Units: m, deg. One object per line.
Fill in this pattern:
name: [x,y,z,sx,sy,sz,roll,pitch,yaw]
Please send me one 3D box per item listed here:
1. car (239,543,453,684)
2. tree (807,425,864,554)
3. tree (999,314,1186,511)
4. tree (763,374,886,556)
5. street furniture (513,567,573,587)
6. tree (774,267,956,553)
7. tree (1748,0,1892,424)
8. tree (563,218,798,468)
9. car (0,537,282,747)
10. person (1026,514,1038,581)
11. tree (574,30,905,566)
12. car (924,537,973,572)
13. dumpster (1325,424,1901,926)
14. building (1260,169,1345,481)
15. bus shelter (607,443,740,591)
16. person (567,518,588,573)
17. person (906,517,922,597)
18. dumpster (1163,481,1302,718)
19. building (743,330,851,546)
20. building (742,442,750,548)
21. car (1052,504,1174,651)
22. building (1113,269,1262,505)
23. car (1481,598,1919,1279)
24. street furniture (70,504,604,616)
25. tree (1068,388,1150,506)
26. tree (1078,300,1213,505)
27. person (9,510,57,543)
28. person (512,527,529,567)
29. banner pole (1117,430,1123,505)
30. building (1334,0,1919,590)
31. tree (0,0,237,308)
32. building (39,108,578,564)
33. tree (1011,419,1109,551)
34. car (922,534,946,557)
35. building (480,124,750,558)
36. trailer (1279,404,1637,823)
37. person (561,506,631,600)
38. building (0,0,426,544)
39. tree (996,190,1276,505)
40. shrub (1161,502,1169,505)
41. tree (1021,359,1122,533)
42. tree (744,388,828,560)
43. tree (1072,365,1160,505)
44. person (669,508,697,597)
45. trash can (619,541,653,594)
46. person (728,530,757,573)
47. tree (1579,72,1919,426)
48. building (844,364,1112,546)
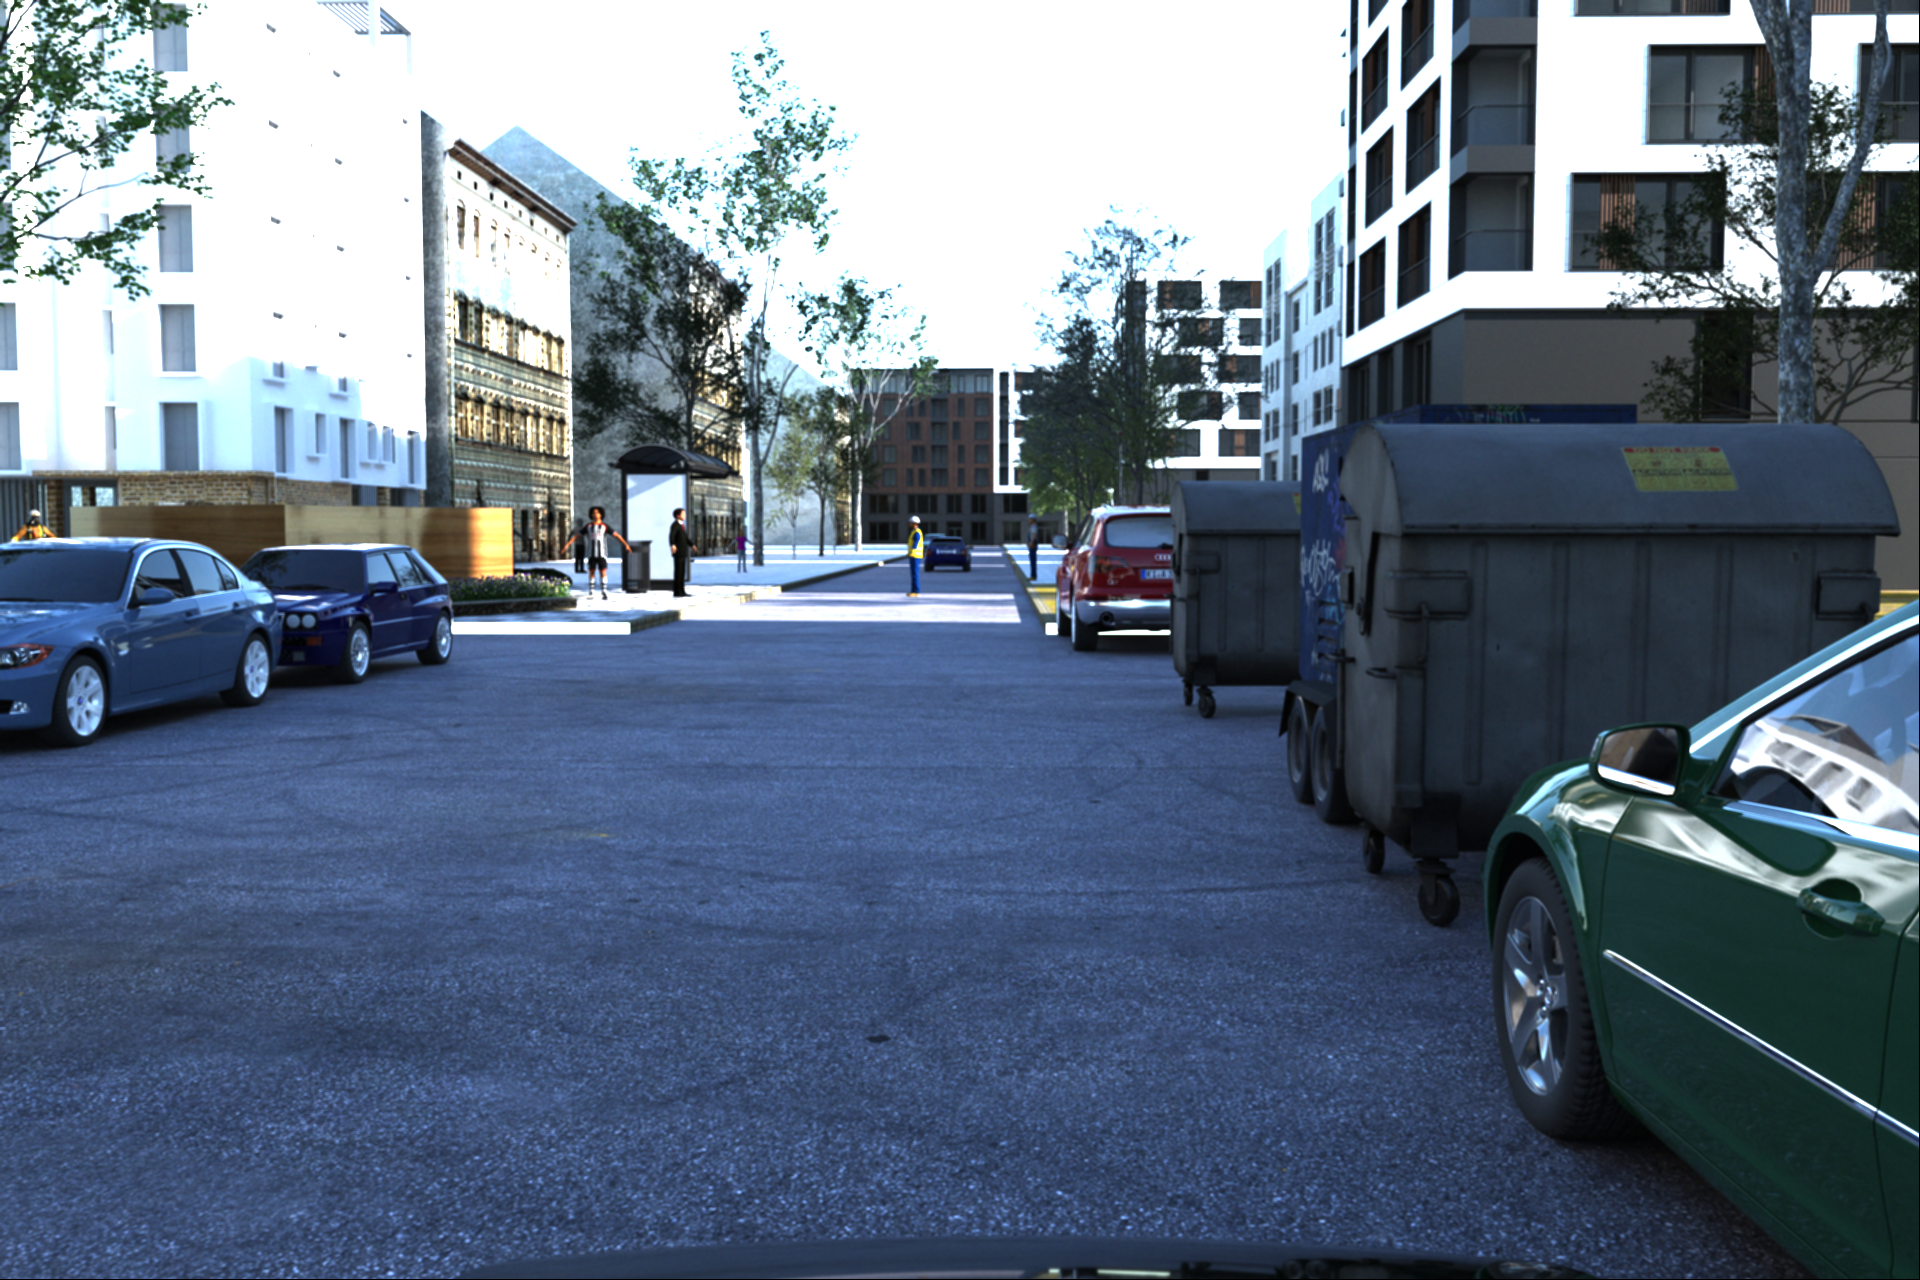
car: [-6.563,-0.319,17.798,1.945,1.354,3.894,0,4,2]
tree: [-8.066,-9.844,111.310,4.360,8.622,3.978,0,3,0]
tree: [7.245,-11.408,96.883,12.009,13.543,11.850,0,3,0]
tree: [-7.715,-10.128,100.012,7.601,10.594,8.767,-2,4,-29]
street furniture: [-12.423,-1.493,40.032,5.734,0.657,10.072,0,4,5]
tree: [-6.644,-16.236,121.354,12.611,20.169,13.585,0,3,0]
tree: [7.749,-9.928,18.213,12.611,20.169,13.585,0,3,0]
tree: [-8.653,-7.205,52.215,8.767,10.594,7.601,2,4,35]
car: [-6.739,-0.072,13.183,2.014,1.417,4.499,0,4,1]
person: [1.988,-2.572,47.906,0.705,1.847,1.347,0,3,0]
tree: [-8.618,-12.963,67.829,12.611,20.169,13.585,0,3,0]
car: [-0.462,-3.332,67.053,1.945,1.354,3.894,0,4,2]
dumpster: [2.454,0.087,6.786,1.865,1.857,1.264,0,4,1]
building: [26.942,-13.821,92.435,16.747,18.905,31.486,0,4,1]
bus shelter: [-6.730,-2.905,41.419,2.014,3.302,5.546,0,4,3]
person: [-12.500,-3.114,57.039,1.348,1.813,0.705,2,4,33]
person: [-1.075,-1.921,39.834,0.705,1.833,1.349,0,4,-5]
dumpster: [2.619,-0.350,13.946,1.865,1.857,1.264,0,4,0]
building: [-22.466,-22.303,195.578,19.493,23.208,18.063,0,4,1]
building: [-24.050,-13.399,161.227,9.099,9.664,28.070,0,4,0]
car: [2.381,-0.863,22.783,2.281,1.827,5.304,0,4,0]
building: [27.041,-18.704,149.788,27.936,21.610,32.646,0,4,1]
car: [2.280,0.555,2.732,2.131,1.459,4.920,0,3,0]
street furniture: [-10.751,-1.249,27.269,11.010,1.723,9.812,2,4,26]
tree: [6.899,-8.173,83.984,4.360,8.622,3.978,0,3,0]
tree: [6.420,-6.333,53.914,4.360,8.622,3.978,0,3,0]
person: [-21.775,-2.142,40.793,0.705,1.858,1.354,3,5,40]
person: [-15.514,-3.257,59.527,1.348,1.796,0.705,-1,4,-15]
banner pole: [3.852,-3.158,41.646,0.401,3.779,0.863,0,4,2]
building: [25.718,-12.905,54.966,27.936,21.610,32.646,0,4,1]
tree: [-13.034,-5.840,21.235,9.928,11.665,9.643,0,3,0]
building: [-28.477,-14.946,75.299,19.493,23.208,18.063,0,4,2]
tree: [7.553,-12.979,130.332,7.486,12.596,7.792,0,3,0]
car: [-1.544,-5.849,107.421,2.131,1.459,4.920,0,4,2]
building: [-23.461,-16.606,102.443,19.493,23.208,18.063,0,4,2]
trailer: [2.502,-0.156,9.598,1.471,1.999,3.904,0,4,0]
person: [-7.123,-1.702,33.979,1.345,1.843,0.704,0,4,-5]
building: [-25.277,-11.932,51.516,16.016,20.090,11.380,0,4,2]
tree: [6.381,-9.272,61.965,12.009,13.543,11.850,0,3,0]
shrub: [4.513,-2.002,36.773,1.661,2.075,1.752,0,3,0]
tree: [7.309,-11.754,110.305,7.486,12.596,7.792,0,3,0]
tree: [-8.245,-8.348,86.844,4.360,8.622,3.978,0,3,0]
tree: [7.133,-7.635,75.195,4.360,8.622,3.978,0,3,0]
person: [-5.678,-1.777,35.243,0.705,1.806,1.347,1,4,10]
trash can: [-7.018,-1.581,37.505,0.748,1.137,0.748,0,3,0]
person: [-7.259,-2.967,57.774,0.991,1.433,0.599,-2,4,-24]
tree: [16.636,-6.045,33.245,8.767,10.594,7.601,-1,4,-23]
building: [2.828,-22.935,221.419,32.646,21.610,27.936,0,4,4]
